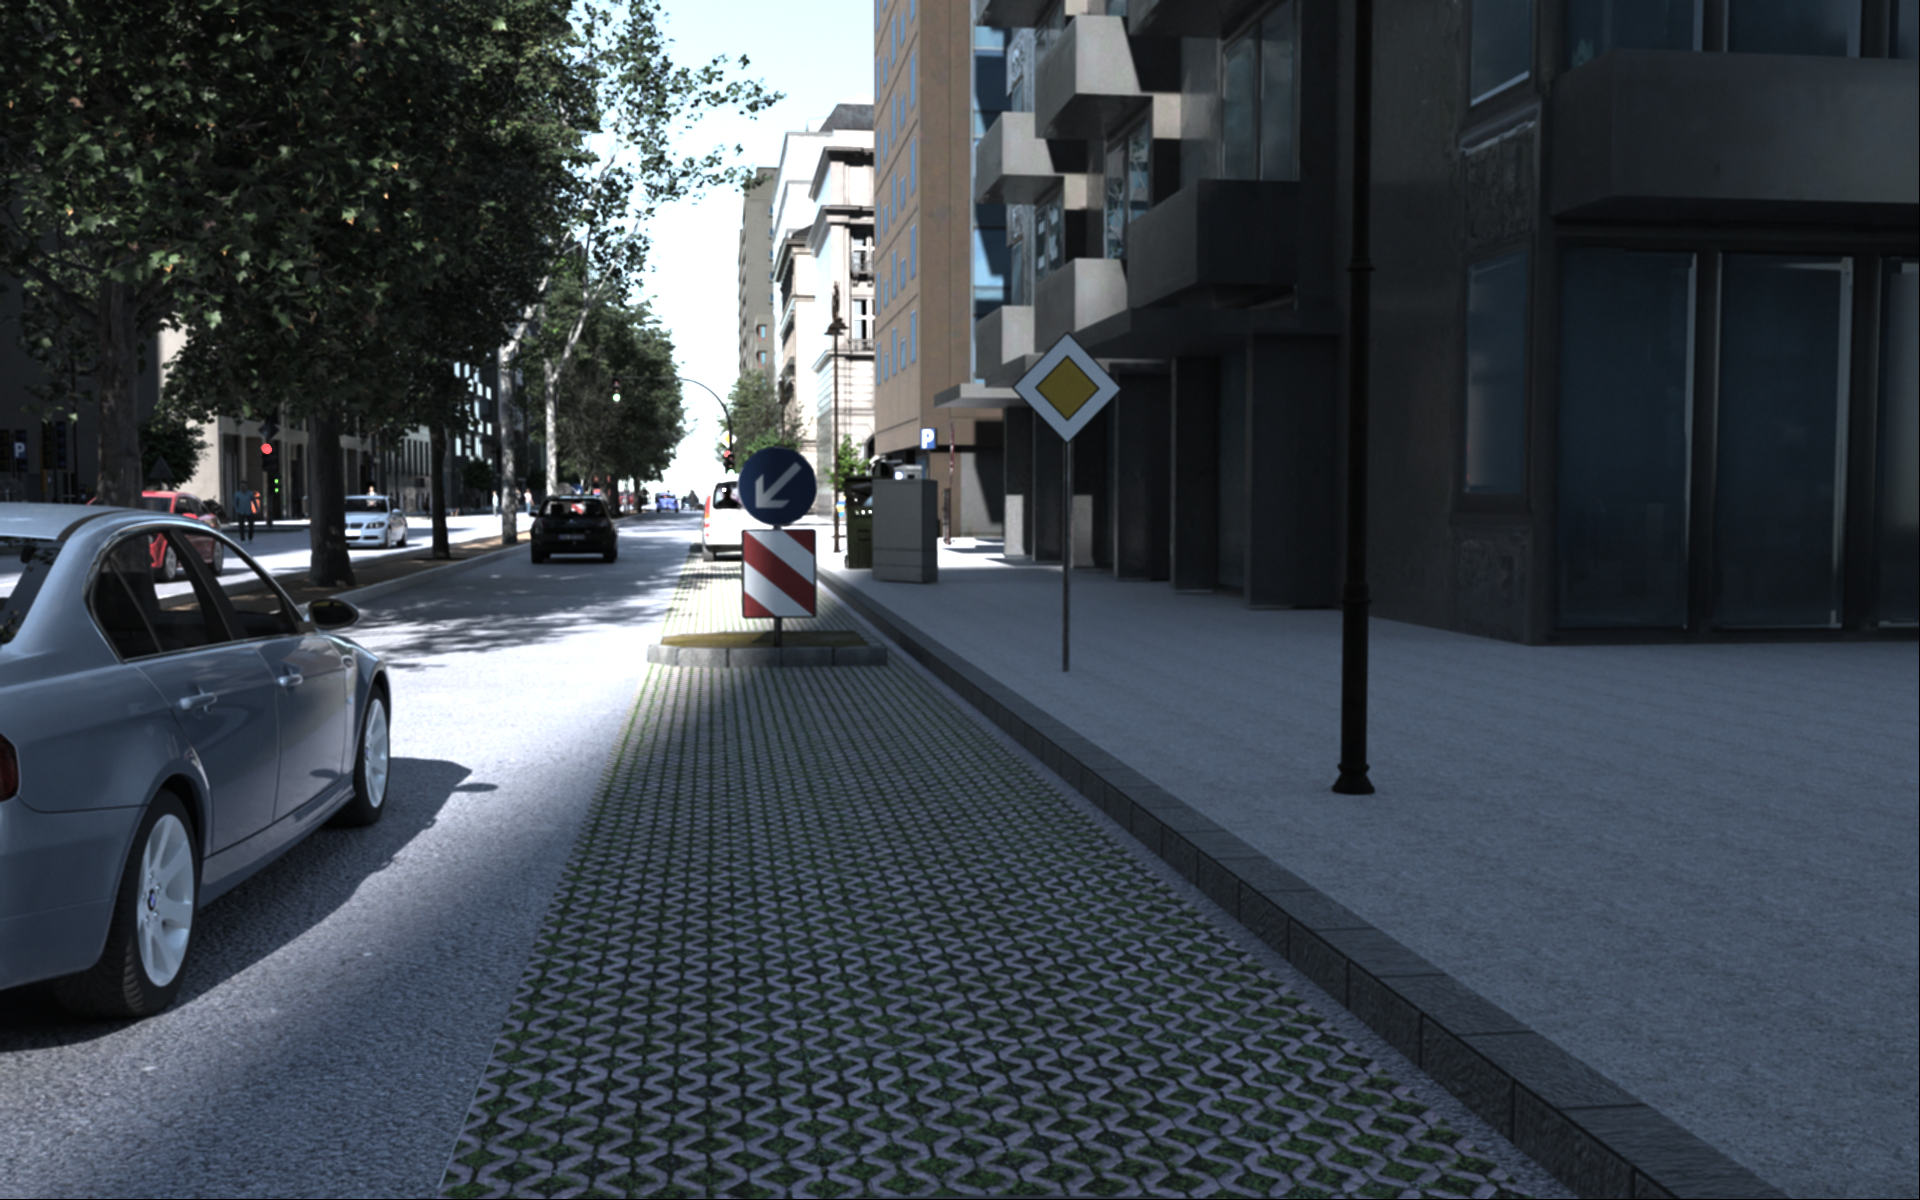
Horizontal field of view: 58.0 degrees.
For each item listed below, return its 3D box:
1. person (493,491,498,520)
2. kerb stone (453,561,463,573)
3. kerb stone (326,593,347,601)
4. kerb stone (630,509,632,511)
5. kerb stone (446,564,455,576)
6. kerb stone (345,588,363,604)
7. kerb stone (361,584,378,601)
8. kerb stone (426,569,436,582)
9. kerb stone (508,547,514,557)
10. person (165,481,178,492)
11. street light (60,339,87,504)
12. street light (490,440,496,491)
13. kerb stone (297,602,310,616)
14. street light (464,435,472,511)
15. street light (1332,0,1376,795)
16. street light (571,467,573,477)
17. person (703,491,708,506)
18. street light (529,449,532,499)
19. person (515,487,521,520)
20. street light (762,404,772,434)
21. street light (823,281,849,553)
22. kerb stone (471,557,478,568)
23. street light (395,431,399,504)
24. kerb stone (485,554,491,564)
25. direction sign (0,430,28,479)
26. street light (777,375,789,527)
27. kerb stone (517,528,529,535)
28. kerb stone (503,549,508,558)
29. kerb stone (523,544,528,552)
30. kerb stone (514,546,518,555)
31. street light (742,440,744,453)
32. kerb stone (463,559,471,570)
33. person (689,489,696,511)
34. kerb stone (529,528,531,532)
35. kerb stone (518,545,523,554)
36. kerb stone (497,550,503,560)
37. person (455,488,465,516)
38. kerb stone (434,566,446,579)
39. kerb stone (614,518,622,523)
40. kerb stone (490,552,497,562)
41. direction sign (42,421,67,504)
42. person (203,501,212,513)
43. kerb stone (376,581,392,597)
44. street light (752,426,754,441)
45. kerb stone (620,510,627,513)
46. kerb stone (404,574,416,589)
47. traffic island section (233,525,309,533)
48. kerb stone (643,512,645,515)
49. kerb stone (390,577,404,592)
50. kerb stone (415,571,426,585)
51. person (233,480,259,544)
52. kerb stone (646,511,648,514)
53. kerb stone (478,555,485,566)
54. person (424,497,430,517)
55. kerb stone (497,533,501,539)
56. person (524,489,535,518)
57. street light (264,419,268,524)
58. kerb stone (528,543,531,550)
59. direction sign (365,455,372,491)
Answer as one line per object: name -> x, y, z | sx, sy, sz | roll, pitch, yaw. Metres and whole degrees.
person -> -26.207, -5.345, 97.694 | 0.330, 1.601, 0.589 | 0, 4, 4
kerb stone -> -9.248, -0.575, 31.600 | 0.120, 0.150, 1.000 | -1, 4, -8
kerb stone -> -7.792, 0.047, 21.434 | 0.120, 0.150, 1.000 | -1, 4, -8
kerb stone -> -27.548, -7.478, 144.467 | 0.120, 0.150, 1.000 | -1, 4, -8
kerb stone -> -9.102, -0.507, 30.583 | 0.120, 0.150, 1.000 | -1, 4, -8
kerb stone -> -7.941, -0.016, 22.450 | 0.120, 0.150, 1.000 | -1, 4, -8
kerb stone -> -8.087, -0.077, 23.475 | 0.120, 0.150, 1.000 | -1, 4, -8
kerb stone -> -8.823, -0.389, 28.551 | 0.120, 0.150, 1.000 | -1, 4, -8
kerb stone -> -10.410, -1.071, 39.714 | 0.120, 0.150, 1.000 | -1, 4, -8
person -> -23.886, -2.674, 52.326 | 0.635, 1.810, 0.391 | -3, 5, -45
street light -> -26.040, -4.781, 50.960 | 0.468, 5.910, 1.993 | -1, 4, -8
street light -> -40.167, -10.792, 149.242 | 0.468, 5.910, 1.993 | -1, 4, -8
kerb stone -> -7.640, 0.109, 20.414 | 0.120, 0.150, 1.000 | -1, 4, -8
street light -> -37.798, -9.815, 133.267 | 0.468, 5.910, 1.993 | -1, 4, -8
street light -> 1.697, -2.110, 7.293 | 0.468, 5.910, 1.993 | -1, 4, -8
street light -> -52.061, -15.869, 232.239 | 0.468, 5.910, 1.993 | -1, 4, -8
person -> -8.909, -3.284, 62.212 | 0.660, 1.820, 0.620 | -1, 4, -12
street light -> -44.358, -12.611, 178.983 | 0.468, 5.910, 1.993 | -1, 4, -8
person -> -24.267, -5.257, 94.626 | 0.473, 1.802, 0.592 | -2, 4, -28
street light -> -9.875, -7.098, 88.837 | 0.468, 5.910, 1.993 | -1, 4, -8
street light -> -2.695, -3.970, 37.699 | 0.468, 5.910, 1.993 | -1, 4, -8
kerb stone -> -9.545, -0.699, 33.628 | 0.120, 0.150, 1.000 | -1, 4, -8
street light -> -33.638, -7.984, 103.331 | 0.468, 5.910, 1.993 | -1, 4, -8
kerb stone -> -9.832, -0.823, 35.653 | 0.120, 0.150, 1.000 | -1, 4, -8
direction sign -> -33.302, -4.218, 60.964 | 0.876, 3.537, 0.379 | -1, 4, -20
street light -> -6.863, -5.782, 67.319 | 0.468, 5.910, 1.993 | -1, 4, -8
kerb stone -> -15.835, -2.480, 62.739 | 0.120, 0.150, 1.000 | -1, 4, -8
kerb stone -> -10.267, -1.010, 38.701 | 0.120, 0.150, 1.000 | -1, 4, -8
kerb stone -> -10.845, -1.257, 42.753 | 0.120, 0.150, 1.000 | -1, 4, -8
kerb stone -> -10.563, -1.128, 40.725 | 0.120, 0.150, 1.000 | -1, 4, -8
street light -> -18.540, -10.738, 148.351 | 0.468, 5.910, 1.993 | -1, 4, -8
kerb stone -> -9.391, -0.637, 32.612 | 0.120, 0.150, 1.000 | -1, 4, -8
person -> -22.393, -8.372, 145.182 | 0.655, 1.846, 0.447 | -1, 4, -13
kerb stone -> -15.983, -2.537, 63.755 | 0.120, 0.150, 1.000 | -1, 4, -8
kerb stone -> -10.702, -1.195, 41.738 | 0.120, 0.150, 1.000 | -1, 4, -8
kerb stone -> -10.125, -0.947, 37.683 | 0.120, 0.150, 1.000 | -1, 4, -8
person -> -32.720, -6.402, 113.343 | 0.661, 1.801, 0.590 | 3, 5, 42
kerb stone -> -8.961, -0.451, 29.567 | 0.120, 0.150, 1.000 | -1, 4, -8
kerb stone -> -17.173, -3.951, 86.887 | 0.120, 0.150, 1.000 | -1, 4, -8
kerb stone -> -9.981, -0.880, 36.664 | 0.120, 0.150, 1.000 | -1, 4, -8
direction sign -> -28.247, -3.797, 54.079 | 0.876, 3.537, 0.379 | 1, 4, 16
person -> -20.041, -2.009, 46.015 | 0.373, 1.253, 0.362 | -1, 4, -10
kerb stone -> -8.229, -0.140, 24.488 | 0.120, 0.150, 1.000 | -1, 4, -8
street light -> -14.107, -8.909, 118.448 | 0.468, 5.910, 1.993 | -1, 4, -8
kerb stone -> -26.087, -6.858, 134.316 | 0.120, 0.150, 1.000 | -1, 4, -8
kerb stone -> -8.522, -0.262, 26.529 | 0.120, 0.150, 1.000 | -1, 4, -8
traffic island section -> -26.070, -2.640, 65.449 | 2.009, 0.180, 2.903 | -1, 4, -8
kerb stone -> -21.234, -5.694, 115.305 | 0.120, 0.150, 1.000 | -1, 4, -8
kerb stone -> -8.375, -0.202, 25.503 | 0.120, 0.150, 1.000 | -1, 4, -8
kerb stone -> -8.674, -0.327, 27.540 | 0.120, 0.150, 1.000 | -1, 4, -8
person -> -20.443, -2.512, 49.591 | 0.660, 1.820, 0.620 | -2, 4, -30
kerb stone -> -21.970, -6.005, 120.380 | 0.120, 0.150, 1.000 | -1, 4, -8
kerb stone -> -9.680, -0.761, 34.642 | 0.120, 0.150, 1.000 | -1, 4, -8
person -> -32.128, -5.573, 104.280 | 0.373, 1.253, 0.362 | 2, 4, 34
kerb stone -> -14.665, -1.983, 54.618 | 0.120, 0.150, 1.000 | -1, 4, -8
person -> -25.361, -5.670, 101.802 | 0.593, 1.750, 0.643 | 1, 4, 22
street light -> -29.311, -6.139, 73.165 | 0.468, 5.910, 1.993 | -1, 4, -8
kerb stone -> -10.991, -1.316, 43.765 | 0.120, 0.150, 1.000 | -1, 4, -8
direction sign -> -34.262, -6.630, 100.403 | 0.379, 3.537, 0.876 | 0, 4, 6
